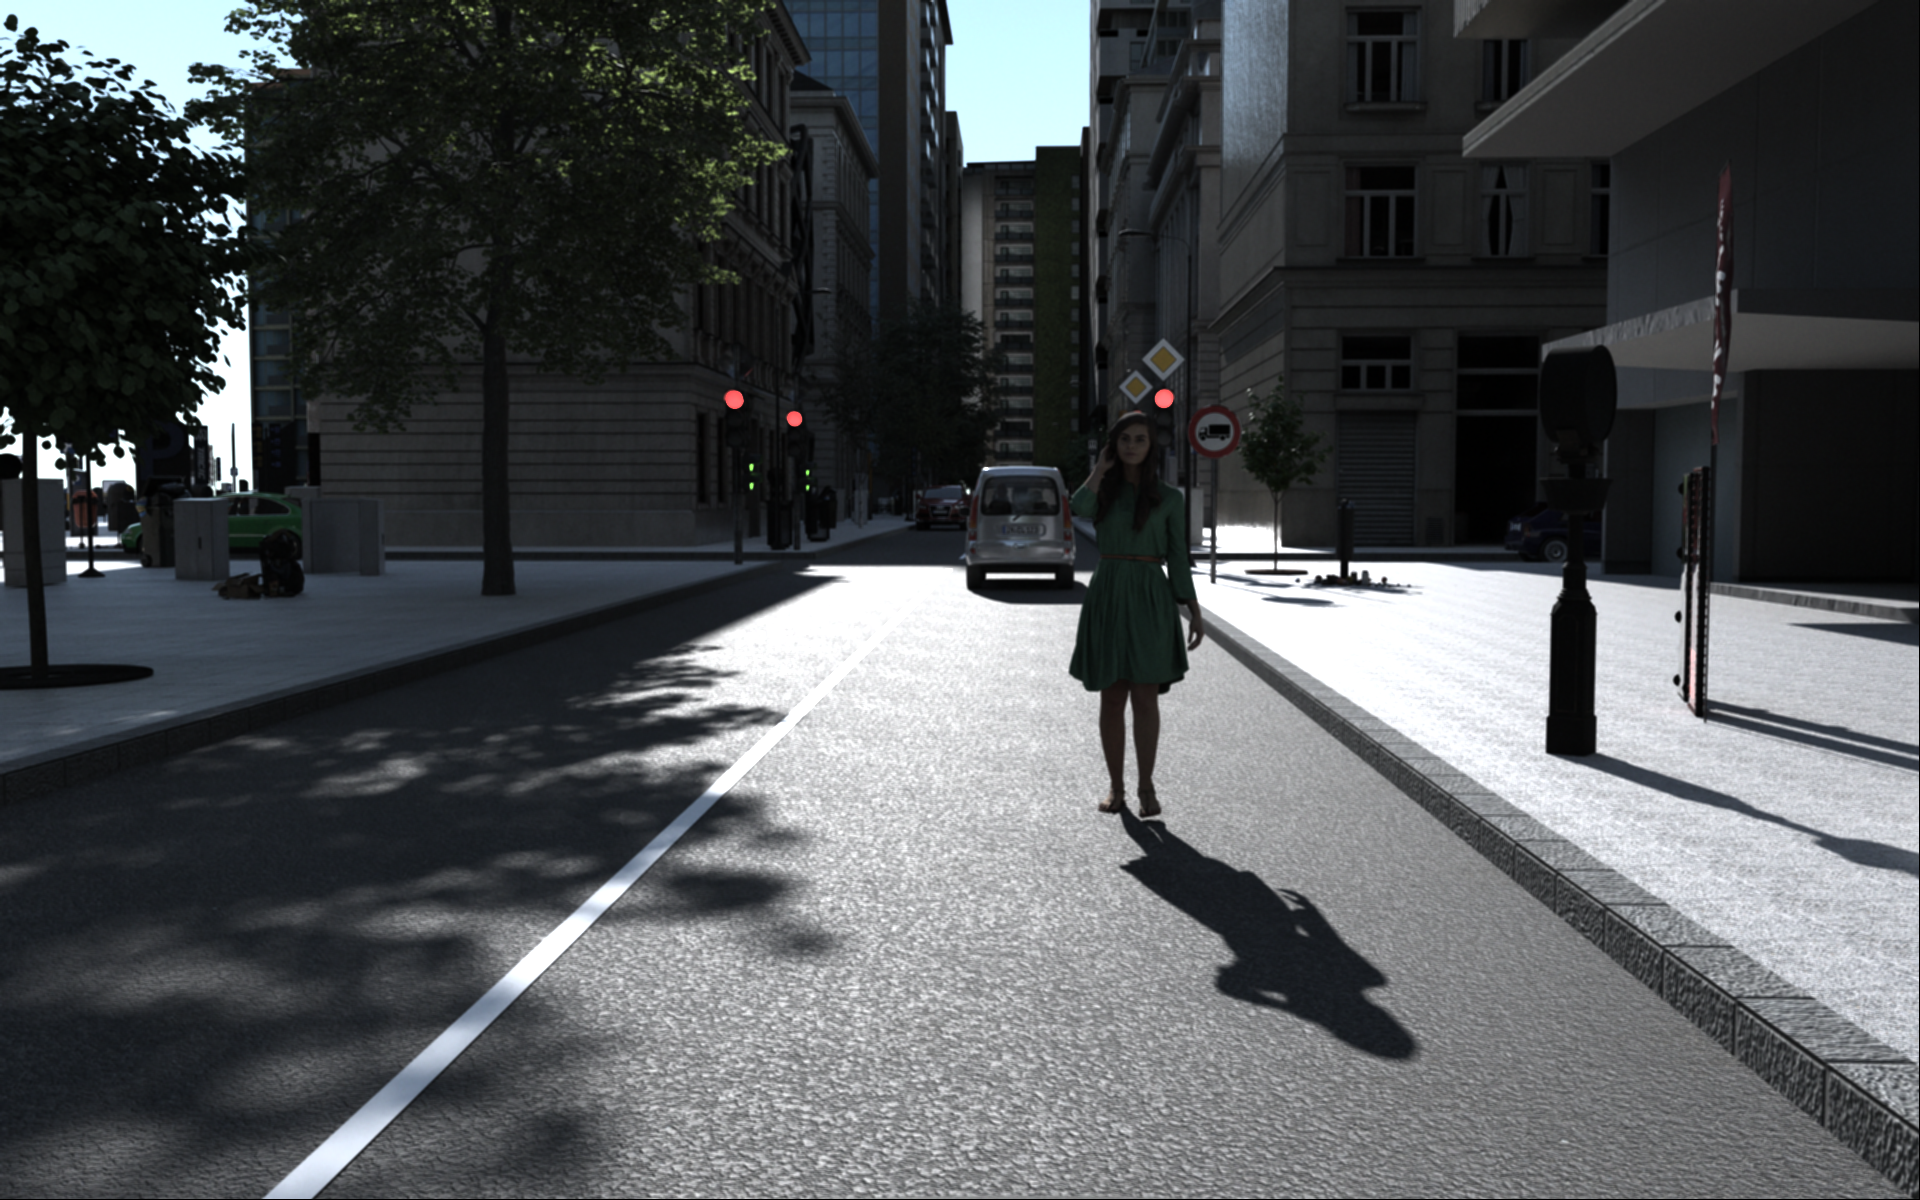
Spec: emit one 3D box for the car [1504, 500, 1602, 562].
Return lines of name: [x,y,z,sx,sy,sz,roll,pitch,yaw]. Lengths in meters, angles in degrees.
car: [13.065,-1.359,34.795,3.894,1.354,1.945,0,4,3]

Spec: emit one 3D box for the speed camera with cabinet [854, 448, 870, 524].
speed camera with cabinet: [-4.212,-4.887,74.246,0.660,3.252,2.038,0,4,-1]

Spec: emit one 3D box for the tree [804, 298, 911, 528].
tree: [-3.710,-6.975,64.403,4.360,8.622,3.978,0,3,0]

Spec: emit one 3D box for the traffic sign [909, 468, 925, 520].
traffic sign: [-2.138,-5.155,84.287,0.884,2.594,0.081,0,4,6]

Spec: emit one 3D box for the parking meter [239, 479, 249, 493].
parking meter: [-28.308,-3.840,68.493,0.255,1.863,0.399,0,4,-1]

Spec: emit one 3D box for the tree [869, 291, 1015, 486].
tree: [-1.632,-12.402,109.435,9.857,13.997,8.962,0,3,0]

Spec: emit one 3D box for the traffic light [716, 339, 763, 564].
traffic light: [-4.026,-2.604,31.494,0.839,4.253,0.868,0,4,2]

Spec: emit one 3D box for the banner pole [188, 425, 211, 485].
banner pole: [-24.319,-3.985,55.168,0.863,3.779,0.401,-3,5,-41]

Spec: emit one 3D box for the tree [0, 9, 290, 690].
tree: [-6.347,-1.728,11.971,4.285,4.588,4.351,0,3,0]

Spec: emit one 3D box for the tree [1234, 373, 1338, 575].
tree: [5.212,-2.029,27.771,1.663,3.219,1.824,0,3,0]

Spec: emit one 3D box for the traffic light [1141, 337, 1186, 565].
traffic light: [3.630,-2.586,31.205,0.839,4.253,0.868,0,4,2]

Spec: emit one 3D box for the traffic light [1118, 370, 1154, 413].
traffic light: [3.949,-3.074,39.184,0.839,4.253,0.868,0,4,2]

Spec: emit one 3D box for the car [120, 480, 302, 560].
car: [-15.232,-1.696,36.533,4.718,1.807,1.959,0,4,2]

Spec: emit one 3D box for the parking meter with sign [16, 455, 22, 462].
parking meter with sign: [-41.430,-4.914,76.609,0.543,3.016,1.738,-2,4,-28]

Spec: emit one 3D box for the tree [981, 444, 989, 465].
tree: [1.047,-13.489,170.909,4.737,8.622,4.395,0,3,0]

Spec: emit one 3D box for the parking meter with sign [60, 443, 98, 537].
parking meter with sign: [-26.727,-3.448,52.633,0.543,3.016,1.738,-1,4,-9]

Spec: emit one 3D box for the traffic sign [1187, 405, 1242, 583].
traffic sign: [3.642,-1.513,24.839,0.768,2.556,0.104,0,4,7]

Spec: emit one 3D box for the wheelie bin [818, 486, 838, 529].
wheelie bin: [-4.923,-3.468,64.607,0.693,1.594,0.980,-1,4,-20]

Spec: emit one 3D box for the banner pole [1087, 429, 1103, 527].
banner pole: [5.247,-4.699,66.841,0.863,3.779,0.401,-2,4,-31]

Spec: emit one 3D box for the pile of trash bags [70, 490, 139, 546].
pile of trash bags: [-20.438,-2.055,43.348,3.447,1.369,1.912,0,4,-5]

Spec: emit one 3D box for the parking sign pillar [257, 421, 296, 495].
parking sign pillar: [-24.897,-4.562,63.061,1.447,3.967,1.447,-2,4,-27]

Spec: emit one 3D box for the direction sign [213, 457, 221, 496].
direction sign: [-45.212,-6.925,105.217,0.379,3.537,0.876,1,4,22]

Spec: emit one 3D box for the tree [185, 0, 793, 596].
tree: [-5.485,-6.329,21.605,7.486,12.596,7.792,0,3,0]

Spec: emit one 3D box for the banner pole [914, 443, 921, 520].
banner pole: [-2.069,-5.863,85.876,0.401,3.779,0.863,1,4,16]

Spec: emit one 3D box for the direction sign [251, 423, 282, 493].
direction sign: [-22.136,-3.874,55.338,0.876,3.537,0.379,-2,4,-24]

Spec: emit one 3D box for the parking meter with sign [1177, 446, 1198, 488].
parking meter with sign: [6.444,-3.374,51.420,1.738,3.016,0.543,-3,5,-42]

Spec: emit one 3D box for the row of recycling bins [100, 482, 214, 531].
row of recycling bins: [-28.381,-3.328,61.519,3.534,1.692,1.069,-3,5,-43]

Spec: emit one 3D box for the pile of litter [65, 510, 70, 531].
pile of litter: [-31.622,-2.899,61.365,1.176,0.858,1.719,-2,4,-33]

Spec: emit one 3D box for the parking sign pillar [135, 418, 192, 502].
parking sign pillar: [-21.021,-3.499,45.687,1.447,3.967,1.447,-2,4,-33]

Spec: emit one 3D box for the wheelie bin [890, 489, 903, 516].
wheelie bin: [-3.740,-5.827,103.175,0.693,1.594,0.980,-2,4,-23]

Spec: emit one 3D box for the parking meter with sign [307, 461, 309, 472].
parking meter with sign: [-34.177,-5.823,91.471,0.543,3.016,1.738,-1,4,-19]

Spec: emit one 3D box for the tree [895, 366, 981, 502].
tree: [-1.979,-9.203,100.837,4.737,8.622,4.395,0,3,0]

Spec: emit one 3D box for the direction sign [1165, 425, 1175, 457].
direction sign: [6.748,-3.932,56.292,0.379,3.537,0.876,3,4,36]

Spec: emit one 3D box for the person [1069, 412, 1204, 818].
person: [0.775,0.062,7.736,0.600,1.795,0.529,0,3,0]

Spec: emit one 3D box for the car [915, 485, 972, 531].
car: [-0.607,-3.726,69.599,2.281,1.827,5.304,0,4,4]

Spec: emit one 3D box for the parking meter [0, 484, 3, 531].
parking meter: [-33.211,-3.329,60.134,0.255,1.863,0.399,-1,4,-13]

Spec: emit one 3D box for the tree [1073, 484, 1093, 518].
tree: [6.651,-5.960,92.042,1.663,3.219,1.824,0,3,0]

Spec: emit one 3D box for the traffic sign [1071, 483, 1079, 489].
traffic sign: [6.837,-6.131,100.247,0.884,2.594,0.081,1,4,9]

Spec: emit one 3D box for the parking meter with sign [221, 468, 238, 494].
parking meter with sign: [-48.547,-7.243,114.686,1.738,3.016,0.543,2,4,32]

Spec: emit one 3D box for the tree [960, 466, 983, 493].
tree: [1.572,-12.155,182.445,4.285,4.588,4.351,0,3,0]

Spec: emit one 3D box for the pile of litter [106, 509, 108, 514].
pile of litter: [-54.571,-5.905,110.508,1.176,0.858,1.719,-1,4,-9]

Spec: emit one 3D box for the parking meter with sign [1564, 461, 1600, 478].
parking meter with sign: [14.194,-2.649,39.568,1.738,3.016,0.543,2,4,31]

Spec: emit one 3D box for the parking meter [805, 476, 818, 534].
parking meter: [-4.779,-3.059,55.723,0.255,1.863,0.399,3,4,36]

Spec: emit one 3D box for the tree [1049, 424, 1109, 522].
tree: [6.452,-6.150,84.263,4.285,4.588,4.351,0,3,0]

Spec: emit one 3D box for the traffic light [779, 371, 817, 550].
traffic light: [-3.707,-3.092,39.473,0.839,4.253,0.868,0,4,2]

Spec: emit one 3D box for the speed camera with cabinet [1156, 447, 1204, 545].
speed camera with cabinet: [5.355,-2.988,43.185,0.660,3.252,2.038,3,4,36]

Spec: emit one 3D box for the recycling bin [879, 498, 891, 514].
recycling bin: [-4.948,-6.224,114.323,0.722,1.027,0.722,0,4,8]

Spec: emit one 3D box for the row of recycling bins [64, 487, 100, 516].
row of recycling bins: [-51.142,-5.694,100.215,3.534,1.692,1.069,0,4,6]

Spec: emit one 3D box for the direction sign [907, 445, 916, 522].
direction sign: [-2.257,-5.434,80.835,0.379,3.537,0.876,-2,4,-26]

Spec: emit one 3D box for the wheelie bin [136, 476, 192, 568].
wheelie bin: [-13.923,-1.377,30.424,0.693,1.594,0.980,2,4,30]

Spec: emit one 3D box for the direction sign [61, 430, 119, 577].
direction sign: [-13.445,-2.123,26.705,0.876,3.537,0.379,-1,4,-21]

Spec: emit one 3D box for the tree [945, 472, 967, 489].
tree: [-0.415,-9.195,144.943,1.663,3.219,1.824,0,3,0]
